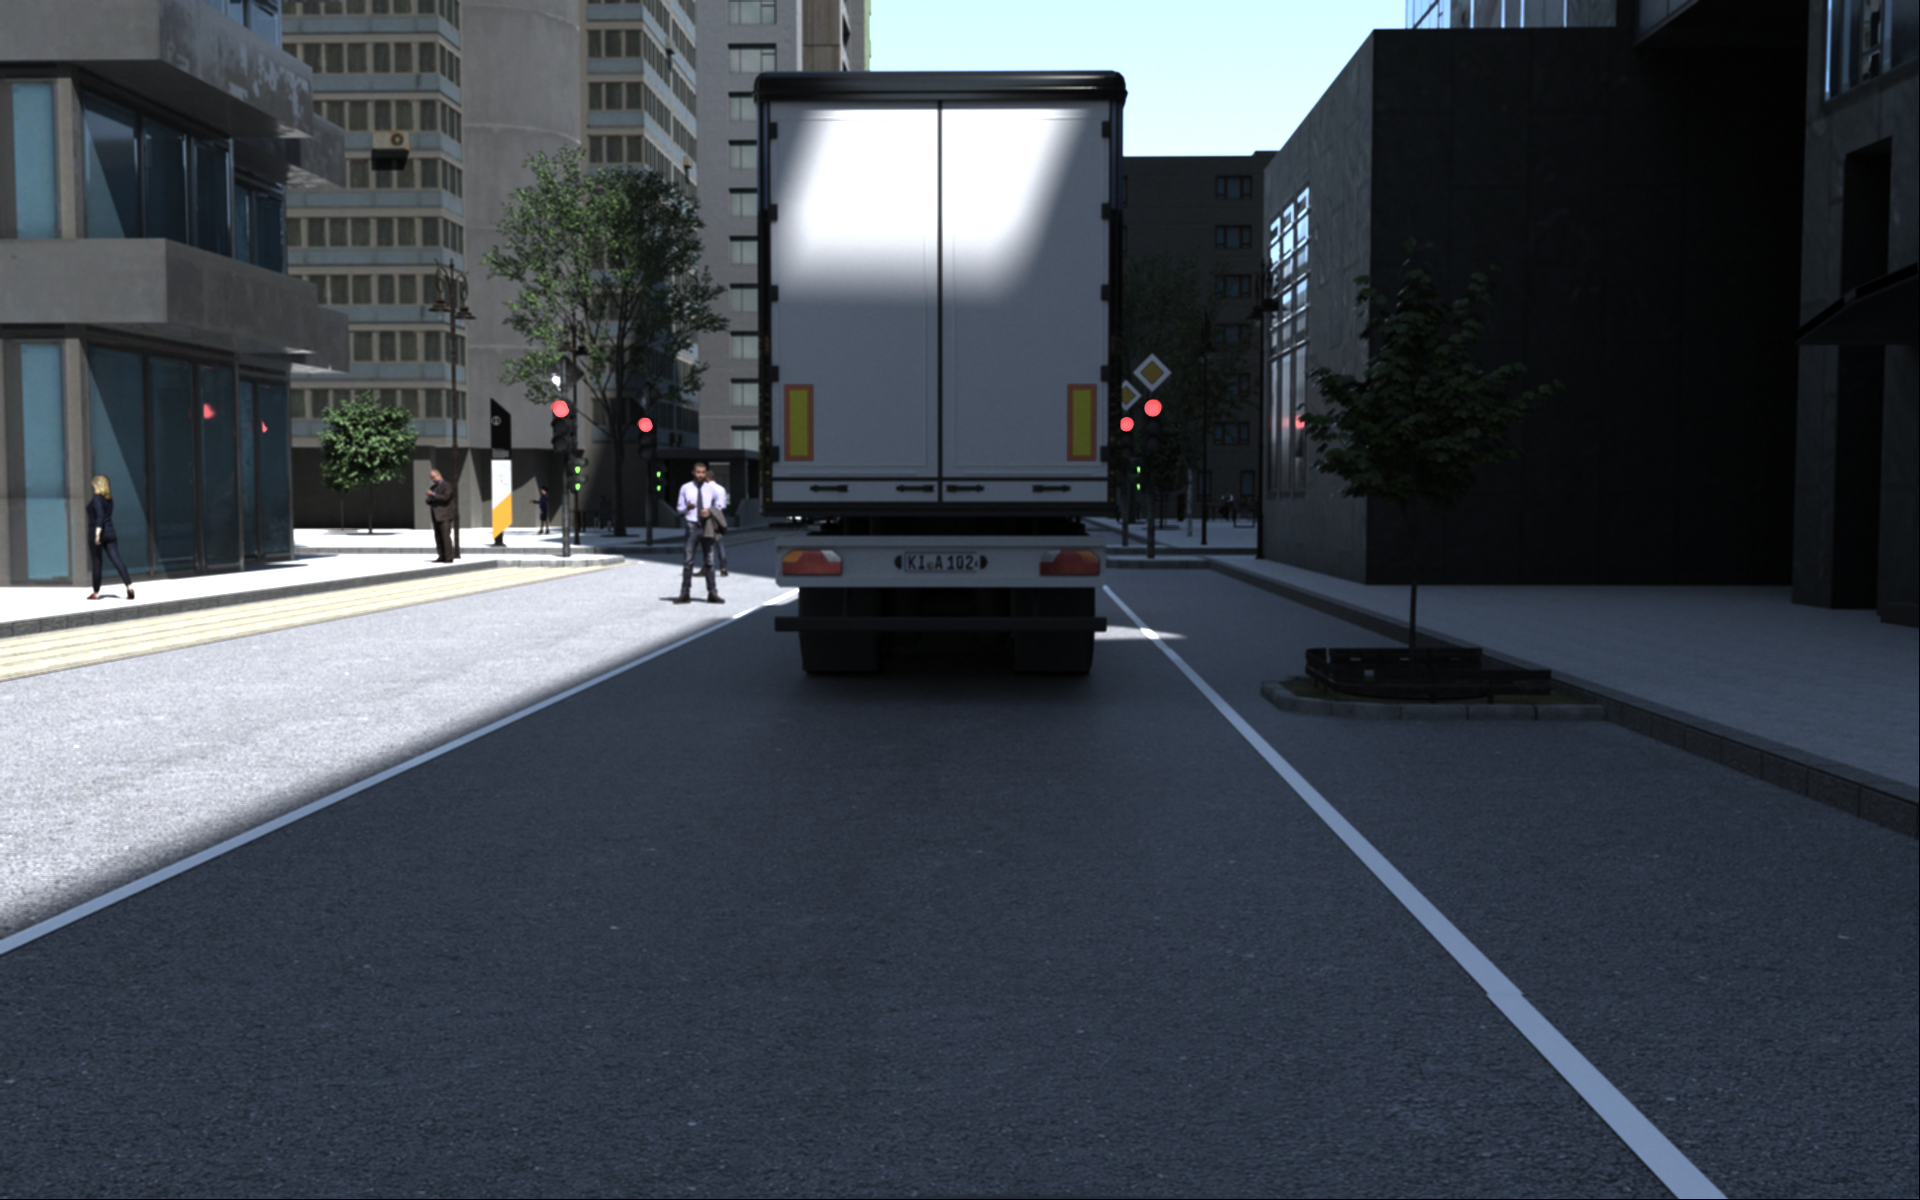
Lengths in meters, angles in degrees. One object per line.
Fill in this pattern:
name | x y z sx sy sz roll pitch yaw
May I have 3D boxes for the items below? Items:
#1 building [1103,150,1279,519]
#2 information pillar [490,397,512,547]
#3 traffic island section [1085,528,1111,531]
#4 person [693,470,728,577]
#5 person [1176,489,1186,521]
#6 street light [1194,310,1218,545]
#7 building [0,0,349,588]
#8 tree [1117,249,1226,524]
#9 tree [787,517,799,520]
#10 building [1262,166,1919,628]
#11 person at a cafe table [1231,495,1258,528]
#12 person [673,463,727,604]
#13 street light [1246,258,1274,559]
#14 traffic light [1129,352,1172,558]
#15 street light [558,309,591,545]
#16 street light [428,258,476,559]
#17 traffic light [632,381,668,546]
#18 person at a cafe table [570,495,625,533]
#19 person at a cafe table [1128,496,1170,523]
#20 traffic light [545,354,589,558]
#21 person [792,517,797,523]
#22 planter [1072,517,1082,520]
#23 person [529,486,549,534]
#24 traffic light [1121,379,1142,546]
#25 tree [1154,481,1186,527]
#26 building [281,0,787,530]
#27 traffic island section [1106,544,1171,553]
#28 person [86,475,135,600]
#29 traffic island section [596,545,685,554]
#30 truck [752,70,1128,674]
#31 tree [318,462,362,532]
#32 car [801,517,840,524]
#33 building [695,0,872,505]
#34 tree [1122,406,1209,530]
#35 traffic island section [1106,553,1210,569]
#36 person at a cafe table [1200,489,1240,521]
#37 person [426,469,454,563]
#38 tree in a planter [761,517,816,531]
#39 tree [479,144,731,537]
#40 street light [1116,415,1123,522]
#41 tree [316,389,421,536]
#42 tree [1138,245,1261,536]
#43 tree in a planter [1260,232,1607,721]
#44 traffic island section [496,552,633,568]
building | 21.906 -15.771 102.892 27.650 21.520 28.899 0 4 2
information pillar | -11.152 -3.103 42.082 0.504 3.616 0.183 0 4 5
traffic island section | 4.839 -2.722 67.370 1.991 0.108 1.994 0 4 2
person | -4.385 -1.330 30.118 0.709 1.838 0.599 -3 5 -44
person | 10.363 -4.448 81.044 0.388 1.546 0.482 -3 5 -44
street light | 6.182 -4.338 43.707 0.468 5.910 1.993 0 4 2
building | -25.863 -24.659 22.785 30.456 49.044 23.786 0 4 2
tree | 7.434 -9.058 73.850 9.928 11.665 9.643 0 3 0
tree | -9.147 -5.735 88.368 1.663 3.219 1.824 0 3 0
building | 16.717 -43.044 16.435 22.319 86.520 31.000 0 4 2
person at a cafe table | 11.338 -3.421 66.789 1.726 1.238 1.698 0 4 7
person | -3.381 -0.868 22.555 0.709 1.838 0.599 -1 4 -17
street light | 5.936 -3.751 34.109 0.468 5.910 1.993 0 4 2
traffic light | 3.800 -2.790 34.539 0.839 4.253 0.868 0 4 2
street light | -9.630 -4.317 43.370 0.468 5.910 1.993 0 4 2
street light | -9.968 -3.753 34.144 0.468 5.910 1.993 0 4 2
traffic light | -7.691 -3.299 42.865 0.839 4.253 0.868 0 4 2
person at a cafe table | -12.070 -2.881 57.962 1.698 1.238 1.726 -2 4 -24
person at a cafe table | 8.216 -4.103 77.947 1.726 1.238 1.698 -2 4 -34
traffic light | -7.937 -2.811 34.884 0.839 4.253 0.868 0 4 2
person | -6.635 -3.549 69.065 0.480 1.512 0.613 1 4 12
planter | 5.696 -4.523 95.095 1.991 0.319 1.994 0 4 2
person | -13.410 -2.870 55.331 0.546 1.535 0.453 -3 5 -41
traffic light | 4.046 -3.278 42.520 0.839 4.253 0.868 0 4 2
tree | 7.908 -4.442 67.235 1.663 3.219 1.824 0 3 0
building | -24.234 -23.235 71.780 32.217 40.220 23.993 0 4 2
traffic island section | 4.085 -1.245 42.633 2.009 0.180 2.903 0 4 2
person | -10.324 -0.760 21.011 0.613 1.512 0.480 -1 4 -10
traffic island section | -7.730 -1.267 43.001 2.009 0.180 2.903 0 4 2
truck | -0.043 -1.724 17.107 2.839 4.237 11.283 0 4 1
tree | -21.078 -3.963 59.390 1.663 3.219 1.824 0 3 0
car | -6.428 -4.192 81.126 1.945 1.354 3.894 0 4 2
building | -12.584 -25.403 98.936 14.154 41.232 14.086 0 4 2
tree | 7.396 -4.841 62.861 4.285 4.588 4.351 0 3 0
traffic island section | 3.839 -0.757 34.652 2.009 0.180 2.903 0 4 2
person at a cafe table | 12.464 -4.495 82.002 1.698 1.524 1.622 2 4 32
person | -9.696 -1.560 32.235 0.565 1.739 0.600 0 4 7
tree in a planter | -6.656 -4.300 67.535 1.991 3.239 1.994 0 4 2
tree | -10.352 -7.719 51.961 9.928 11.665 9.643 0 3 0
street light | 7.342 -6.575 80.285 0.468 5.910 1.993 0 4 2
tree | -18.494 -4.304 54.078 4.285 4.588 4.351 0 3 0
tree | 7.165 -6.239 52.366 4.737 8.622 4.395 0 3 0
tree in a planter | 3.128 -0.896 11.875 1.991 3.239 1.994 0 4 2
traffic island section | -7.976 -0.779 35.019 2.009 0.180 2.903 0 4 2
